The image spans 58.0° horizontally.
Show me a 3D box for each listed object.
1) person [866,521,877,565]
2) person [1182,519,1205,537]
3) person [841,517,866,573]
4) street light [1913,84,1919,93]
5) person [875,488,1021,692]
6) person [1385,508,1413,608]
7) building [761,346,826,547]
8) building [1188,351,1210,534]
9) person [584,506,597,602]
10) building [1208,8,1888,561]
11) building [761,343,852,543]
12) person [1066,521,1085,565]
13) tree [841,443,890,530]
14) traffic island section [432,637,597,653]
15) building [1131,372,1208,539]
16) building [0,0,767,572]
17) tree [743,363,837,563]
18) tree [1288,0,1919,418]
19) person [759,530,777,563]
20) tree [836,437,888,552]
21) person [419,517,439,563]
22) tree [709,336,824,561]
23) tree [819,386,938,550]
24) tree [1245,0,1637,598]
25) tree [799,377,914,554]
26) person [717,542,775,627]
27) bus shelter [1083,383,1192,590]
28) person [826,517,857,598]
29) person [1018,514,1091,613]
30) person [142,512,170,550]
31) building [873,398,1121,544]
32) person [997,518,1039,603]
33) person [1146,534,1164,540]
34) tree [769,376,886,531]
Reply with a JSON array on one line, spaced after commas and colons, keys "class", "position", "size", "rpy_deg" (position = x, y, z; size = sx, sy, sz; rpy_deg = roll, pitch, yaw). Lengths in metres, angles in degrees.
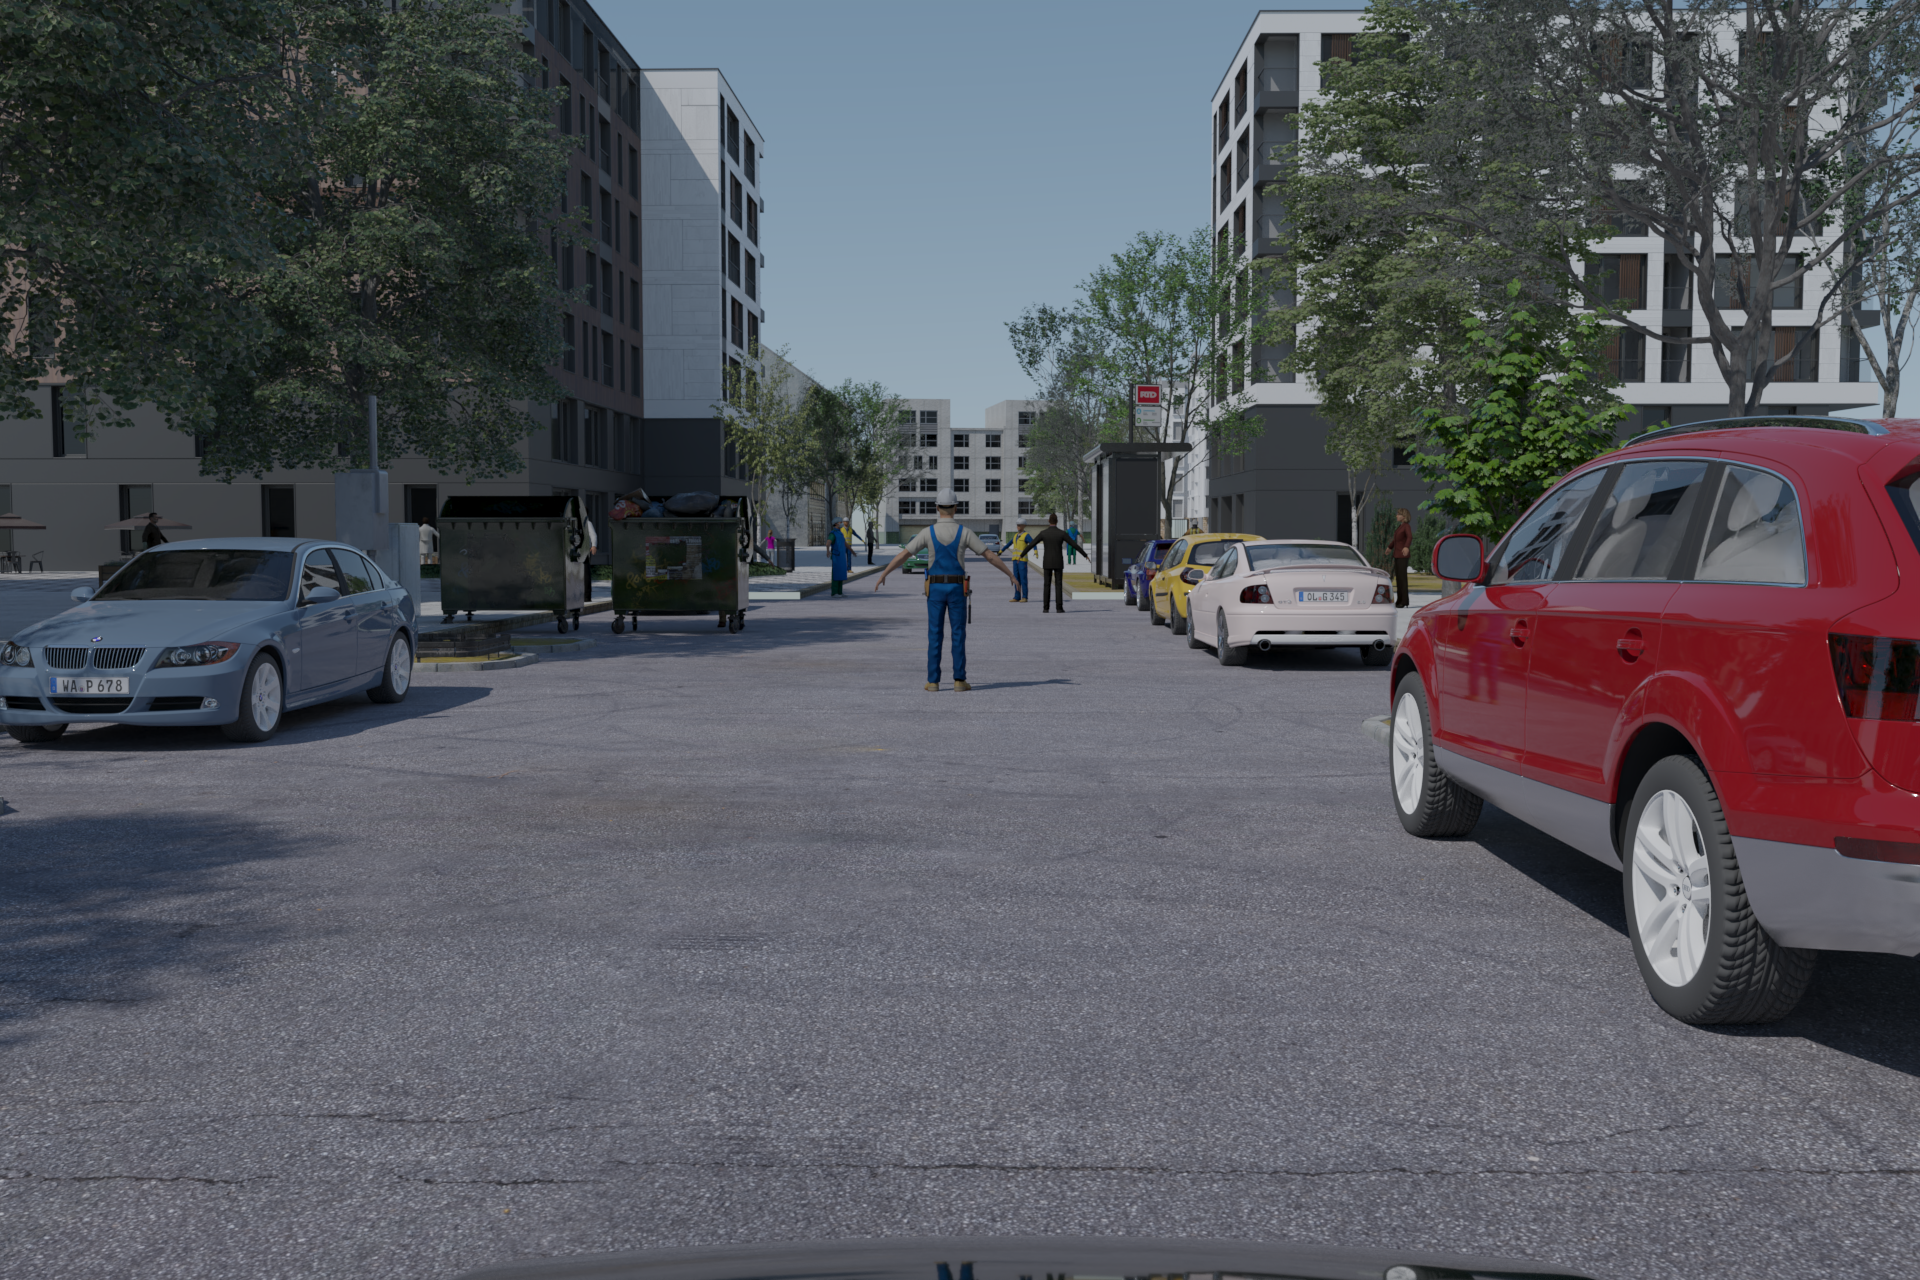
[{"class": "person", "position": [-3.715, -4.059, 72.493], "size": [0.705, 1.813, 1.348], "rpy_deg": [-1, 4, -16]}, {"class": "person", "position": [9.076, -3.738, 66.884], "size": [1.354, 1.858, 0.705], "rpy_deg": [1, 4, 15]}, {"class": "person", "position": [-3.750, -3.131, 57.155], "size": [1.349, 1.833, 0.705], "rpy_deg": [-2, 4, -24]}, {"class": "street light", "position": [7.766, -2.463, 13.056], "size": [0.468, 5.910, 1.993], "rpy_deg": [0, 4, 1]}, {"class": "person", "position": [-0.118, -0.459, 15.819], "size": [1.347, 1.847, 0.705], "rpy_deg": [0, 4, 3]}, {"class": "person", "position": [7.580, -1.418, 29.991], "size": [0.721, 1.729, 1.215], "rpy_deg": [0, 4, -1]}, {"class": "building", "position": [-24.216, -21.445, 181.555], "size": [19.493, 23.208, 18.063], "rpy_deg": [0, 4, 1]}, {"class": "building", "position": [28.896, -19.756, 179.429], "size": [16.016, 20.090, 11.380], "rpy_deg": [0, 4, 1]}, {"class": "person", "position": [-7.125, -1.620, 32.650], "size": [0.704, 1.810, 1.344], "rpy_deg": [-3, 4, -38]}, {"class": "building", "position": [25.780, -14.686, 84.087], "size": [27.936, 21.610, 32.646], "rpy_deg": [0, 4, 1]}, {"class": "building", "position": [-22.808, -22.772, 203.244], "size": [19.493, 23.208, 18.063], "rpy_deg": [0, 4, 2]}, {"class": "person", "position": [4.629, -4.026, 71.959], "size": [1.347, 1.817, 0.704], "rpy_deg": [-1, 4, -23]}, {"class": "tree", "position": [-7.243, -11.259, 134.448], "size": [4.737, 8.622, 4.395], "rpy_deg": [0, 3, 0]}, {"class": "traffic island section", "position": [-5.650, 0.071, 21.700], "size": [1.991, 0.108, 1.994], "rpy_deg": [0, 4, 1]}, {"class": "building", "position": [24.861, -21.142, 202.097], "size": [16.016, 20.090, 11.380], "rpy_deg": [0, 4, 1]}, {"class": "building", "position": [-24.574, -14.105, 74.588], "size": [27.936, 21.610, 32.646], "rpy_deg": [0, 4, 2]}, {"class": "tree", "position": [-7.728, -7.638, 75.237], "size": [4.360, 8.622, 3.978], "rpy_deg": [0, 3, 0]}, {"class": "tree", "position": [9.849, -6.808, 21.681], "size": [12.009, 13.543, 11.850], "rpy_deg": [0, 3, 0]}, {"class": "person", "position": [-6.356, -3.008, 58.452], "size": [0.991, 1.433, 0.599], "rpy_deg": [1, 4, 20]}, {"class": "tree", "position": [-7.005, -10.791, 126.801], "size": [4.737, 8.622, 4.395], "rpy_deg": [0, 3, 0]}, {"class": "person", "position": [-16.895, -2.974, 54.806], "size": [1.347, 1.806, 0.705], "rpy_deg": [-1, 4, -20]}, {"class": "tree", "position": [-7.393, -7.038, 65.439], "size": [4.737, 8.622, 4.395], "rpy_deg": [0, 3, 0]}, {"class": "tree", "position": [-6.914, -14.257, 143.474], "size": [12.009, 13.543, 11.850], "rpy_deg": [0, 3, 0]}, {"class": "tree", "position": [9.312, -7.080, 33.887], "size": [7.486, 12.596, 7.792], "rpy_deg": [0, 3, 0]}, {"class": "tree", "position": [-7.201, -11.473, 113.343], "size": [9.928, 11.665, 9.643], "rpy_deg": [0, 3, 0]}, {"class": "person", "position": [-3.536, -1.097, 26.657], "size": [1.348, 1.796, 0.705], "rpy_deg": [-1, 4, -13]}, {"class": "bus shelter", "position": [4.301, -4.053, 43.897], "size": [2.179, 5.291, 8.768], "rpy_deg": [0, 4, 0]}, {"class": "person", "position": [-2.726, -1.864, 39.053], "size": [0.704, 1.817, 1.347], "rpy_deg": [2, 4, 23]}, {"class": "person", "position": [1.700, -1.395, 31.494], "size": [1.346, 1.802, 0.704], "rpy_deg": [1, 4, 11]}, {"class": "person", "position": [-19.764, -2.227, 42.542], "size": [0.704, 1.812, 1.346], "rpy_deg": [0, 4, 2]}, {"class": "building", "position": [4.745, -22.355, 234.425], "size": [31.486, 18.905, 16.747], "rpy_deg": [-1, 4, -8]}, {"class": "person", "position": [1.217, -1.676, 36.325], "size": [0.721, 1.772, 1.216], "rpy_deg": [-3, 5, -43]}, {"class": "person", "position": [7.956, -4.066, 72.660], "size": [1.347, 1.806, 0.705], "rpy_deg": [-1, 4, -12]}, {"class": "tree", "position": [-7.832, -10.303, 102.868], "size": [7.601, 10.594, 8.767], "rpy_deg": [0, 4, 6]}]
